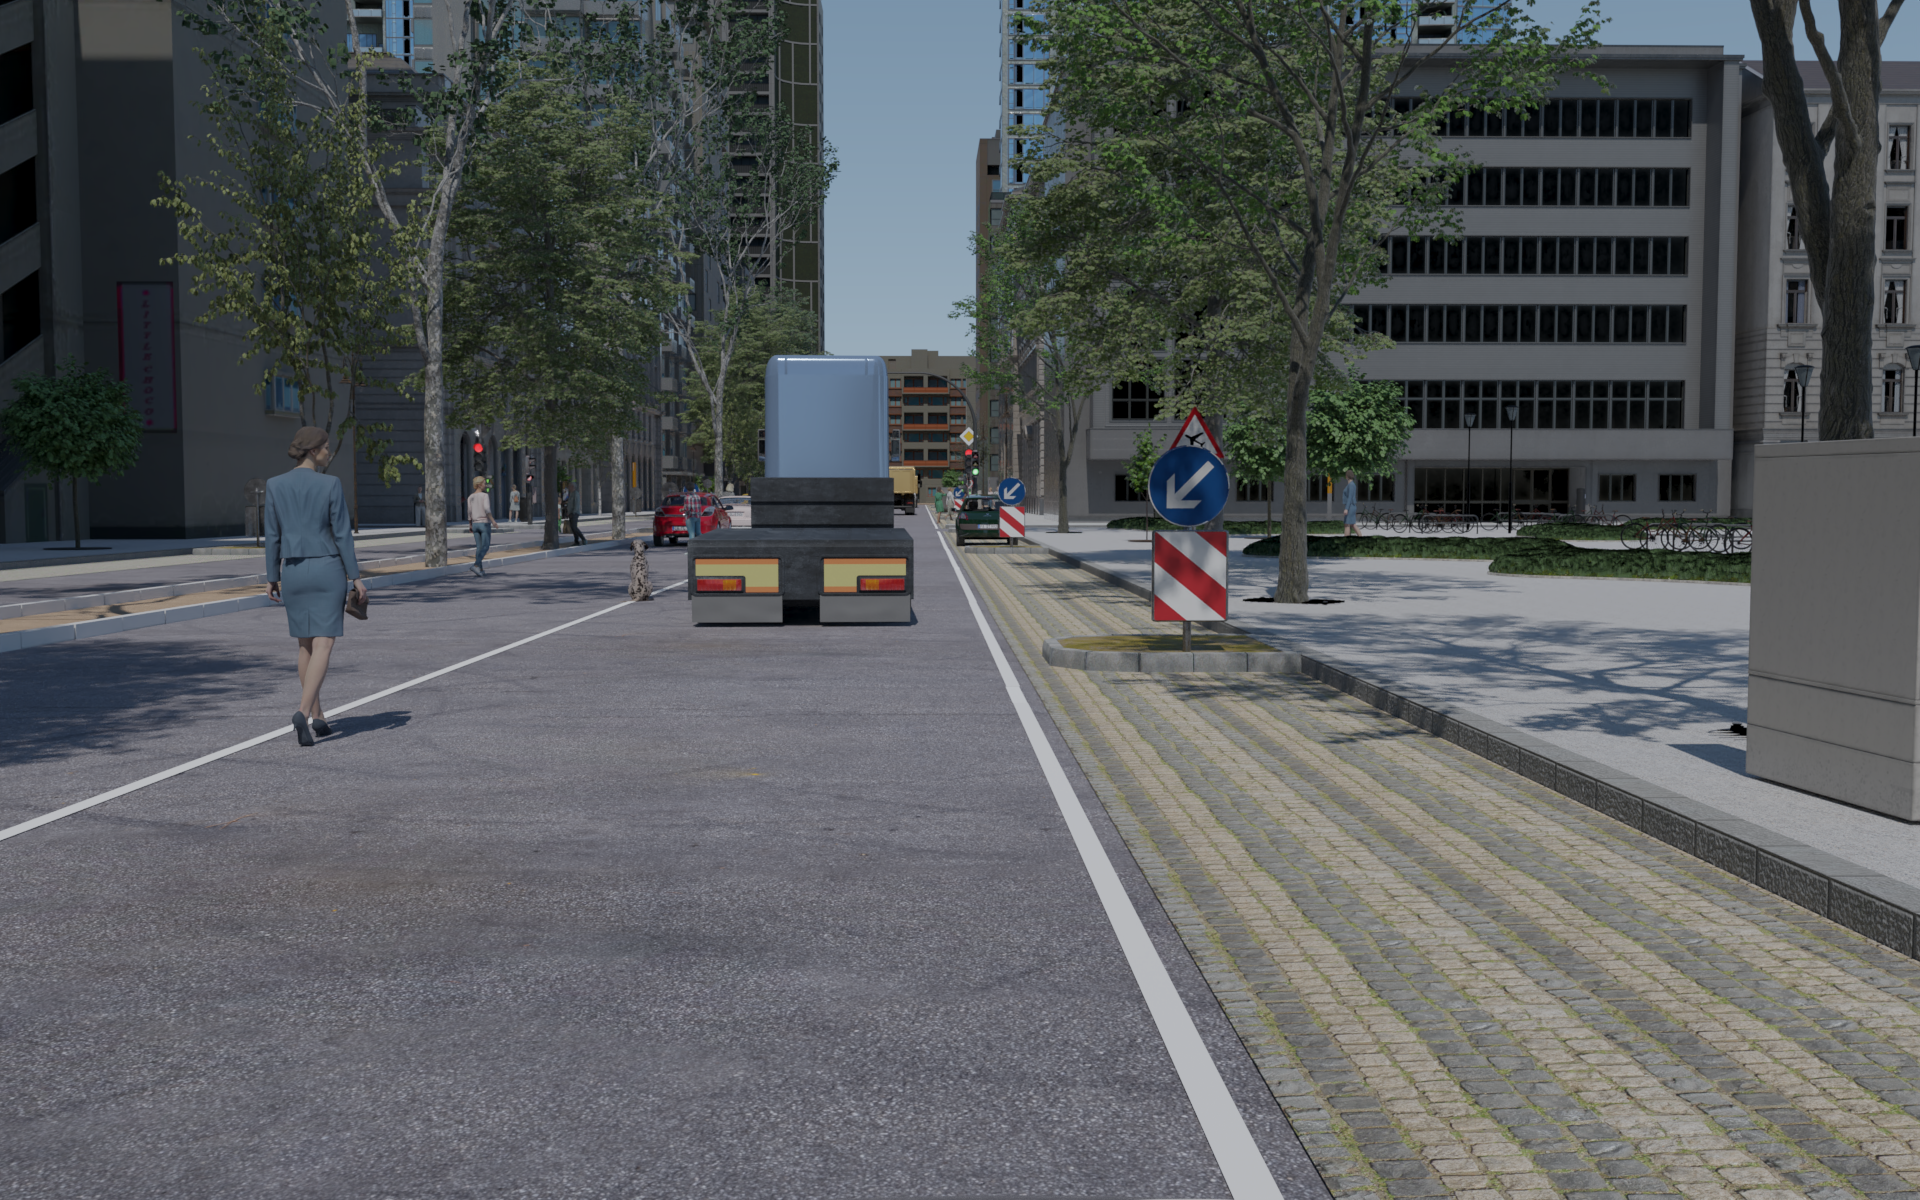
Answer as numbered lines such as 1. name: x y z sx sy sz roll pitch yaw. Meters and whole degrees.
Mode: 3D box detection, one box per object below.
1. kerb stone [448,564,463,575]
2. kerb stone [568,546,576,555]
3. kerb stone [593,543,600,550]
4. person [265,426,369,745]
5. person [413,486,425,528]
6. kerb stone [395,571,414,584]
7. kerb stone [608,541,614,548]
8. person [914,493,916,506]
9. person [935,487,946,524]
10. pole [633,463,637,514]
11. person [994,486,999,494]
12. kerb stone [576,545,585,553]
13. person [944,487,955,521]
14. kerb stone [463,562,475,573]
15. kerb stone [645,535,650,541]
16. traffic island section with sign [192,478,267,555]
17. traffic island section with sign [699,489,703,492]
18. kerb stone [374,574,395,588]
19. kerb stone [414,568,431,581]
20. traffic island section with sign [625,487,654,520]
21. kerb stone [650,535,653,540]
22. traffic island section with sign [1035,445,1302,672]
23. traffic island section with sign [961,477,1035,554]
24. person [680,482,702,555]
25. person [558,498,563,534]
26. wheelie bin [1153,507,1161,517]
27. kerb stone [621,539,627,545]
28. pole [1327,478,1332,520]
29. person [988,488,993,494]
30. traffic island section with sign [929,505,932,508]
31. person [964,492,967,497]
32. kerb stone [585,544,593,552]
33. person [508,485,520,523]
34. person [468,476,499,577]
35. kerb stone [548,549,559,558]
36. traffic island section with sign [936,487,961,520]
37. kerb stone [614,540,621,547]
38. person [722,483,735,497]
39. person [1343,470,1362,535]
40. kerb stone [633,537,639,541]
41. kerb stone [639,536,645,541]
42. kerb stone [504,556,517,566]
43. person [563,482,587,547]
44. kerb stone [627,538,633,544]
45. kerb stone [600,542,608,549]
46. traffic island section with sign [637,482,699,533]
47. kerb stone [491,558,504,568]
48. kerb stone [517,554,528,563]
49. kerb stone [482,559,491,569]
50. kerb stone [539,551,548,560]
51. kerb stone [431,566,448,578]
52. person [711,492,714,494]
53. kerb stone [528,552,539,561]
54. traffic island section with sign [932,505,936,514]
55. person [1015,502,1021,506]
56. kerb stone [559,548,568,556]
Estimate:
1. kerb stone: -9.095 -0.532 30.890 0.120 0.150 1.000 0 4 -1
2. kerb stone: -9.337 -1.159 41.151 0.120 0.150 1.000 0 4 -1
3. kerb stone: -9.401 -1.348 44.232 0.120 0.150 1.000 0 4 -1
4. person: -3.778 -0.091 10.014 0.581 1.822 0.654 1 4 13
5. person: -21.802 -3.726 69.971 0.519 1.759 0.362 -2 4 -34
6. kerb stone: -9.019 -0.339 27.811 0.120 0.150 1.000 0 4 -1
7. kerb stone: -9.453 -1.473 46.278 0.120 0.150 1.000 0 4 -1
8. person: -3.888 -8.243 143.500 0.478 1.798 0.641 0 4 6
9. person: -1.018 -4.600 83.954 0.600 1.795 0.529 2 4 29
10. pole: -21.023 -7.220 111.889 0.158 3.312 0.155 0 3 0
11. person: 1.932 -4.969 88.296 0.512 1.701 0.522 0 4 -8
12. kerb stone: -9.361 -1.222 42.173 0.120 0.150 1.000 0 4 -1
13. person: -0.569 -5.121 92.454 0.641 1.798 0.478 -1 4 -17
14. kerb stone: -9.124 -0.591 31.920 0.120 0.150 1.000 0 4 -1
15. kerb stone: -9.595 -1.848 52.431 0.120 0.150 1.000 0 4 -1
16. traffic island section with sign: -16.905 -1.996 41.262 1.989 1.847 2.006 0 4 -1
17. traffic island section with sign: -18.815 -7.092 124.575 1.989 1.847 2.006 0 4 -1
18. kerb stone: -8.998 -0.281 26.789 0.120 0.150 1.000 0 4 -1
19. kerb stone: -9.044 -0.403 28.832 0.120 0.150 1.000 0 4 -1
20. traffic island section with sign: -18.198 -5.411 97.098 1.989 1.847 2.006 0 4 -1
21. kerb stone: -9.616 -1.905 53.453 0.120 0.150 1.000 0 4 -1
22. traffic island section with sign: 1.726 -0.375 14.763 1.989 1.847 2.006 0 4 -1
23. traffic island section with sign: 1.109 -2.042 42.015 1.989 1.847 2.006 0 4 -1
24. person: -6.230 -1.910 40.560 0.643 1.720 0.563 2 4 29
25. person: -14.250 -2.973 61.354 0.306 1.304 0.590 2 4 32
26. wheelie bin: 8.378 -3.933 72.206 0.693 1.594 0.980 0 4 -6
27. kerb stone: -9.497 -1.598 48.329 0.120 0.150 1.000 0 4 -1
28. pole: 14.002 -4.386 65.561 0.158 3.312 0.155 0 3 0
29. person: 2.128 -7.014 121.387 0.731 1.740 0.598 2 4 34
30. traffic island section with sign: -2.595 -11.850 202.373 1.989 1.847 2.006 0 4 -1
31. person: 0.669 -11.516 195.806 0.415 1.643 0.593 -1 4 -8
32. kerb stone: -9.380 -1.280 43.203 0.120 0.150 1.000 0 4 -1
33. person: -20.021 -4.332 77.868 0.512 1.701 0.522 -3 5 -41
34. person: -8.351 -1.284 30.172 0.731 1.740 0.598 1 4 18
35. kerb stone: -9.283 -1.034 39.099 0.120 0.150 1.000 0 4 -1
36. traffic island section with sign: -0.177 -5.426 97.335 1.989 1.847 2.006 0 4 -1
37. kerb stone: -9.481 -1.535 47.300 0.120 0.150 1.000 0 4 -1
38. person: -7.956 -3.135 59.948 0.537 1.800 0.526 2 4 30
39. person: 8.879 -2.028 39.227 0.654 1.822 0.581 3 4 37
40. kerb stone: -9.547 -1.724 50.381 0.120 0.150 1.000 0 4 -1
41. kerb stone: -9.571 -1.787 51.409 0.120 0.150 1.000 0 4 -1
42. kerb stone: -9.182 -0.780 34.993 0.120 0.150 1.000 0 4 -1
43. person: -10.379 -2.303 46.646 0.515 1.767 0.782 -2 4 -30
44. kerb stone: -9.520 -1.660 49.351 0.120 0.150 1.000 0 4 -1
45. kerb stone: -9.427 -1.408 45.257 0.120 0.150 1.000 0 4 -1
46. traffic island section with sign: -10.920 -3.456 64.642 2.006 1.907 1.989 0 4 -1
47. kerb stone: -9.167 -0.720 33.963 0.120 0.150 1.000 0 4 -1
48. kerb stone: -9.218 -0.840 36.018 0.120 0.150 1.000 0 4 -1
49. kerb stone: -9.149 -0.657 32.941 0.120 0.150 1.000 0 4 -1
50. kerb stone: -9.271 -0.971 38.071 0.120 0.150 1.000 0 4 -1
51. kerb stone: -9.071 -0.469 29.862 0.120 0.150 1.000 0 4 -1
52. person: -24.016 -9.925 168.299 1.348 1.826 0.705 -3 5 -43
53. kerb stone: -9.240 -0.902 37.040 0.120 0.150 1.000 0 4 -1
54. traffic island section with sign: -0.791 -7.074 124.283 1.989 1.847 2.006 0 4 -1
55. person: 3.424 -5.710 103.677 0.475 1.303 0.640 -2 4 -30
56. kerb stone: -9.314 -1.097 40.126 0.120 0.150 1.000 0 4 -1
